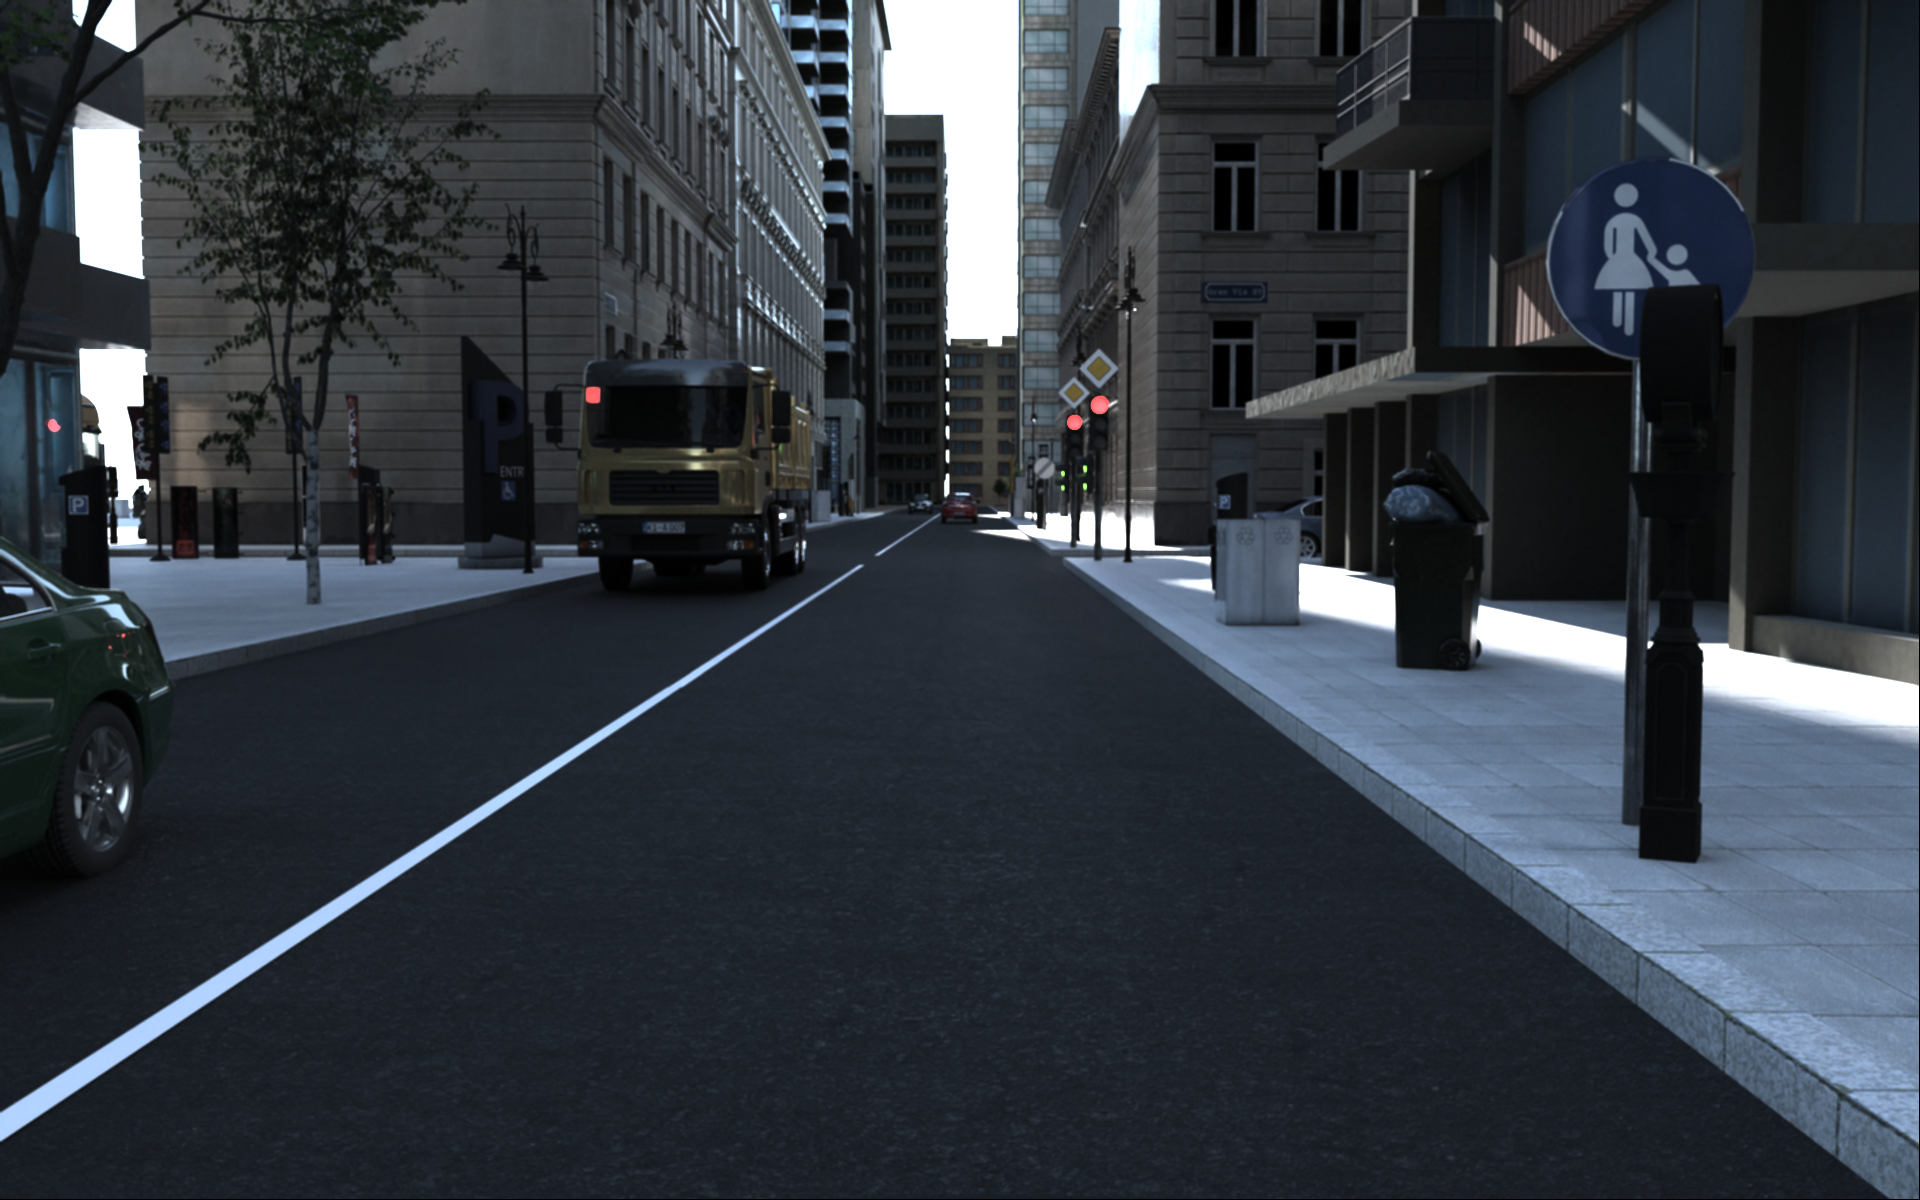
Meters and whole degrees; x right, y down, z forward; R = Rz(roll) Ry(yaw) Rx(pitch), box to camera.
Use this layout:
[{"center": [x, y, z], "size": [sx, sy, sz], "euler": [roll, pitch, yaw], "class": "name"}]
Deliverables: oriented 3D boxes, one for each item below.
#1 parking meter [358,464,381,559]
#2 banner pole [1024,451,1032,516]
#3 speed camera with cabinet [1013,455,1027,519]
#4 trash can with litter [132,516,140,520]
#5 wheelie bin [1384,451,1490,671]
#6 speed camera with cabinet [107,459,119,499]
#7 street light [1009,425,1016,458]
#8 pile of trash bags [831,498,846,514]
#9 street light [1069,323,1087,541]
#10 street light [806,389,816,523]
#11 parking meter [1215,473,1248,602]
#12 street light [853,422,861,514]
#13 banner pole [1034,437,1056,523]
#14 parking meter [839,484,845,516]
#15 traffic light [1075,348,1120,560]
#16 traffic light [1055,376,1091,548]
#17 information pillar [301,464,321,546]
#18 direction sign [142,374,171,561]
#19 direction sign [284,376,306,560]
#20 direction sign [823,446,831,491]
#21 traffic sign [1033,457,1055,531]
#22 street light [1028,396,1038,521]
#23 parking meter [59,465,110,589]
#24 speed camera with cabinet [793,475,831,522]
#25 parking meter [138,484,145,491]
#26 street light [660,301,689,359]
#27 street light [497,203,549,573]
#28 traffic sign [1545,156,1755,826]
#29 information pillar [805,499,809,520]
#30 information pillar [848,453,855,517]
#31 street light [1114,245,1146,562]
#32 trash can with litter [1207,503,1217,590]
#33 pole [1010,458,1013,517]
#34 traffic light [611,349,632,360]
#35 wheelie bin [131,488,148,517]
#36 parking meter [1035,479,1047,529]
[{"center": [-11.649, -1.743, 34.211], "size": [0.399, 1.863, 0.255], "euler": [0, 4, 6], "class": "parking meter"}, {"center": [4.020, -6.812, 101.387], "size": [0.863, 3.779, 0.401], "euler": [1, 4, 19], "class": "banner pole"}, {"center": [3.047, -5.794, 89.060], "size": [0.660, 3.252, 2.038], "euler": [0, 4, -2], "class": "speed camera with cabinet"}, {"center": [-43.041, -4.938, 91.786], "size": [2.233, 1.210, 1.678], "euler": [-3, 5, -45], "class": "trash can with litter"}, {"center": [3.528, -0.302, 12.849], "size": [0.693, 1.594, 0.980], "euler": [2, 4, 24], "class": "wheelie bin"}, {"center": [-48.176, -6.267, 96.801], "size": [2.038, 3.252, 0.660], "euler": [-2, 4, -34], "class": "speed camera with cabinet"}, {"center": [3.534, -8.772, 116.203], "size": [0.468, 5.910, 1.993], "euler": [0, 4, 0], "class": "street light"}, {"center": [-9.021, -6.434, 114.950], "size": [3.447, 1.369, 1.912], "euler": [3, 5, 41], "class": "pile of trash bags"}, {"center": [3.216, -4.531, 46.862], "size": [0.468, 5.910, 1.993], "euler": [0, 4, 0], "class": "street light"}, {"center": [-6.631, -6.339, 76.426], "size": [0.468, 5.910, 1.993], "euler": [0, 4, 0], "class": "street light"}, {"center": [3.230, -0.746, 20.611], "size": [0.372, 1.533, 0.369], "euler": [0, 3, 0], "class": "parking meter"}, {"center": [-6.571, -8.470, 111.280], "size": [0.468, 5.910, 1.993], "euler": [0, 4, 0], "class": "street light"}, {"center": [3.839, -5.292, 76.537], "size": [0.863, 3.779, 0.401], "euler": [2, 4, 28], "class": "banner pole"}, {"center": [-6.804, -5.750, 99.724], "size": [0.255, 1.863, 0.399], "euler": [1, 4, 20], "class": "parking meter"}, {"center": [2.653, -2.722, 33.433], "size": [0.839, 4.253, 0.868], "euler": [0, 4, 0], "class": "traffic light"}, {"center": [2.701, -3.211, 41.418], "size": [0.839, 4.253, 0.868], "euler": [0, 4, 0], "class": "traffic light"}, {"center": [-15.937, -2.326, 42.529], "size": [0.304, 2.012, 0.304], "euler": [3, 5, 40], "class": "information pillar"}, {"center": [-15.385, -2.521, 33.210], "size": [0.379, 3.537, 0.876], "euler": [0, 4, 4], "class": "direction sign"}, {"center": [-12.938, -2.550, 33.686], "size": [0.379, 3.537, 0.876], "euler": [-3, 5, -40], "class": "direction sign"}, {"center": [-6.350, -5.537, 82.525], "size": [0.379, 3.537, 0.876], "euler": [1, 4, 20], "class": "direction sign"}, {"center": [2.920, -3.657, 59.900], "size": [0.768, 2.556, 0.104], "euler": [0, 4, 4], "class": "traffic sign"}, {"center": [3.442, -6.651, 81.532], "size": [0.468, 5.910, 1.993], "euler": [0, 4, 0], "class": "street light"}, {"center": [-7.596, -0.405, 15.038], "size": [0.372, 1.533, 0.369], "euler": [0, 3, 0], "class": "parking meter"}, {"center": [-6.781, -5.205, 79.443], "size": [0.660, 3.252, 2.038], "euler": [2, 4, 35], "class": "speed camera with cabinet"}, {"center": [-47.174, -5.754, 99.791], "size": [0.399, 1.863, 0.255], "euler": [-1, 4, -21], "class": "parking meter"}, {"center": [-6.851, -4.215, 41.703], "size": [0.468, 5.910, 1.993], "euler": [0, 4, 0], "class": "street light"}, {"center": [-6.999, -3.371, 27.901], "size": [0.468, 5.910, 1.993], "euler": [0, 4, 0], "class": "street light"}, {"center": [2.618, -0.401, 6.659], "size": [0.768, 2.556, 0.104], "euler": [0, 4, 5], "class": "traffic sign"}, {"center": [-7.712, -5.039, 86.883], "size": [0.304, 2.012, 0.304], "euler": [2, 4, 32], "class": "information pillar"}, {"center": [-6.211, -6.564, 98.673], "size": [0.183, 3.616, 0.504], "euler": [-2, 4, -32], "class": "information pillar"}, {"center": [3.163, -3.649, 32.446], "size": [0.468, 5.910, 1.993], "euler": [0, 4, 0], "class": "street light"}, {"center": [3.808, -0.706, 22.935], "size": [1.055, 1.170, 0.624], "euler": [1, 4, 21], "class": "trash can with litter"}, {"center": [2.889, -6.294, 96.744], "size": [0.158, 3.312, 0.155], "euler": [0, 3, 0], "class": "pole"}, {"center": [-6.509, -2.725, 33.472], "size": [0.839, 4.253, 0.868], "euler": [0, 4, 0], "class": "traffic light"}, {"center": [-44.941, -5.324, 94.956], "size": [0.693, 1.594, 0.980], "euler": [0, 4, 7], "class": "wheelie bin"}, {"center": [2.962, -3.516, 63.199], "size": [0.399, 1.863, 0.255], "euler": [1, 4, 15], "class": "parking meter"}]
